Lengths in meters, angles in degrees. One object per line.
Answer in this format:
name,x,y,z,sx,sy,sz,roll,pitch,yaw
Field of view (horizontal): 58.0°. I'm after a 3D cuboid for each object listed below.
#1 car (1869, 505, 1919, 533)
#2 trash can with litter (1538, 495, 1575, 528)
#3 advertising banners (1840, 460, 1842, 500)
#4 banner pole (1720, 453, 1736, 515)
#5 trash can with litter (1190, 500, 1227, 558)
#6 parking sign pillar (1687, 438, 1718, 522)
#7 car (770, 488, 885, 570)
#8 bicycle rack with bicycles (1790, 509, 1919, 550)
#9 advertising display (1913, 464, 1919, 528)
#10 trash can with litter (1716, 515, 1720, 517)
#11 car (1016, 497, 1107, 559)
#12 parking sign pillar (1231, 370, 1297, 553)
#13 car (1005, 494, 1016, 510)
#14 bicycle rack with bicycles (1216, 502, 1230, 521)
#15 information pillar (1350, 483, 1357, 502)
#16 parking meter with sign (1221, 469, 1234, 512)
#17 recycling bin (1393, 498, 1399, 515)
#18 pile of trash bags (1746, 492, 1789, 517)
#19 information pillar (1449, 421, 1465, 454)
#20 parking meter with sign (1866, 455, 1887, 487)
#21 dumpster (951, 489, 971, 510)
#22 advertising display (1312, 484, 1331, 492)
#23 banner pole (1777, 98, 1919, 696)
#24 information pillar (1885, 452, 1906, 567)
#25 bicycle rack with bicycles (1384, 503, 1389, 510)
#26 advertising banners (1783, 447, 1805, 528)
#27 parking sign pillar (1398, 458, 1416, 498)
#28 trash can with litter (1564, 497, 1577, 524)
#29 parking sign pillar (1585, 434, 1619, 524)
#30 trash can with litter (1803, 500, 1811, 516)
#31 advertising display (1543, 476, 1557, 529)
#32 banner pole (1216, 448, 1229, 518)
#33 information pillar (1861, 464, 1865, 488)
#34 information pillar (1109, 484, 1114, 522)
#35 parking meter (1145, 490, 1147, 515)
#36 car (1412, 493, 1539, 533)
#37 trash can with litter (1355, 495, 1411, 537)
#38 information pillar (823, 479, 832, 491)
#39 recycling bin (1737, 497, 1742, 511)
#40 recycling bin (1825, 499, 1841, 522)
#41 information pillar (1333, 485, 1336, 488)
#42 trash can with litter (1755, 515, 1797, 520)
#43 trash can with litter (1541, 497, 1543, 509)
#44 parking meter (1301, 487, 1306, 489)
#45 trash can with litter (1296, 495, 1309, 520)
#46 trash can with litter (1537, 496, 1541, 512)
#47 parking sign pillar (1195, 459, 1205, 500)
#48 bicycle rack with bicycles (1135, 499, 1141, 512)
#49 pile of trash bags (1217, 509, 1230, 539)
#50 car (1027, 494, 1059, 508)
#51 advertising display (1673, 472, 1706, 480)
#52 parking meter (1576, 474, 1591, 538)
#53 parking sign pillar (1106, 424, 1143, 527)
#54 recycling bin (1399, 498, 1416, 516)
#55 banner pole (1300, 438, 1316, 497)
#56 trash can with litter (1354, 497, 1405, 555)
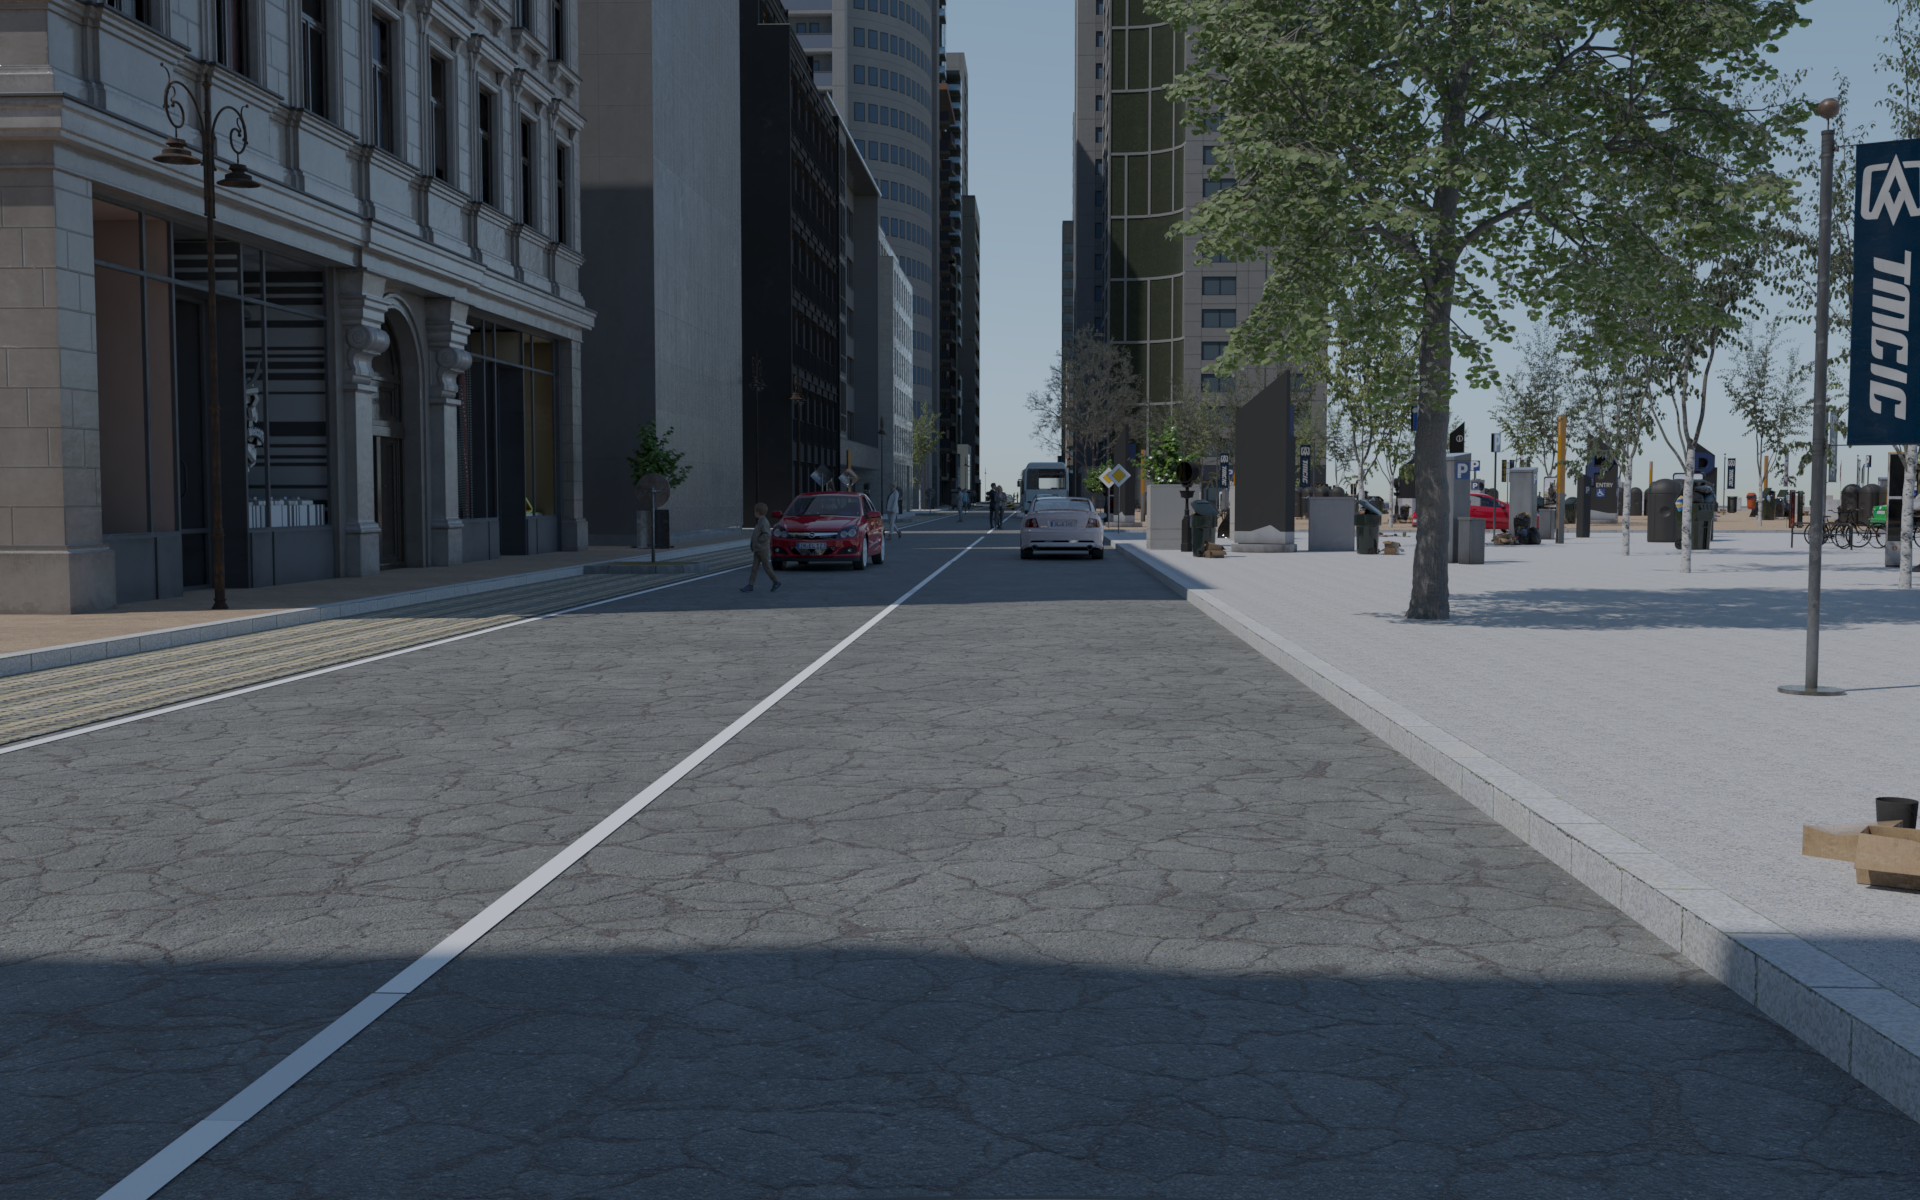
car,33.187,-3.019,58.161,4.718,1.807,1.959,0,4,2
trash can with litter,22.407,-3.390,66.482,2.233,1.210,1.678,2,4,27
advertising banners,45.088,-5.653,88.618,0.090,3.025,2.074,2,4,24
banner pole,47.021,-7.094,105.998,0.863,3.779,0.401,3,4,37
trash can with litter,5.082,-1.445,35.015,0.624,1.170,1.055,-1,4,-19
parking sign pillar,34.643,-5.653,80.904,1.447,3.967,1.447,0,4,-1
car,-2.561,-1.528,34.028,2.155,1.783,4.494,0,4,5
bicycle rack with bicycles,21.051,-1.687,40.968,2.852,0.926,2.925,-1,4,-18
advertising display,20.410,-1.906,36.373,0.974,1.923,0.123,1,4,20
trash can with litter,41.754,-5.261,97.073,2.233,1.210,1.678,-2,4,-25
car,2.317,-1.662,39.540,2.083,1.381,4.827,0,4,3
parking sign pillar,6.738,-3.045,38.251,1.447,3.967,1.447,3,5,41
car,4.015,-8.846,154.857,2.015,1.641,3.980,0,4,1
bicycle rack with bicycles,13.209,-4.202,82.088,2.925,0.926,2.852,0,4,7
information pillar,26.937,-6.978,118.578,0.304,2.012,0.304,-2,4,-31
parking meter with sign,18.798,-7.706,122.257,0.543,3.016,1.738,0,4,-7
recycling bin,26.162,-5.525,102.885,0.722,1.027,0.722,0,4,2
pile of trash bags,44.741,-5.286,96.180,3.447,1.369,1.912,-3,4,-36
information pillar,16.033,-3.946,55.878,0.504,3.616,0.183,2,4,28
parking meter with sign,41.467,-4.963,77.406,1.738,3.016,0.543,1,4,12
dumpster,0.090,-9.033,155.901,1.865,1.857,1.264,0,4,5
advertising display,22.163,-6.198,106.552,0.974,1.923,0.123,1,4,14
banner pole,5.685,-1.279,10.935,0.863,3.779,0.401,2,4,34
information pillar,16.426,-1.582,30.352,0.304,2.012,0.304,3,4,36
bicycle rack with bicycles,31.713,-6.870,125.706,2.852,0.926,2.925,0,4,1
advertising banners,31.367,-4.221,65.205,2.074,3.025,0.090,-3,5,-43
parking sign pillar,31.337,-8.124,121.299,1.447,3.967,1.447,0,4,-3
trash can with litter,25.903,-3.812,73.716,1.055,1.170,0.624,-3,5,-40
parking sign pillar,28.651,-5.459,77.724,1.447,3.967,1.447,0,4,1
trash can with litter,50.091,-5.544,102.027,0.624,1.170,1.055,-3,5,-39
advertising display,21.669,-3.552,63.292,0.123,1.923,0.974,-1,4,-18
banner pole,14.081,-6.320,93.341,0.863,3.779,0.401,1,4,14
information pillar,69.627,-8.699,133.583,0.504,3.616,0.183,-3,5,-44
information pillar,6.410,-4.173,72.715,0.304,2.012,0.304,1,4,9
parking meter,11.395,-5.972,106.048,0.372,1.533,0.369,0,3,0
car,18.070,-3.138,60.350,4.494,1.783,2.155,0,4,2
trash can with litter,12.674,-2.505,52.007,2.233,1.210,1.678,1,4,22
information pillar,-5.514,-4.125,71.932,0.304,2.012,0.304,-3,5,-44
recycling bin,59.477,-7.348,132.694,0.722,1.027,0.722,1,4,23
recycling bin,40.712,-4.160,80.571,0.722,1.027,0.722,2,4,32
information pillar,29.880,-8.165,137.990,0.304,2.012,0.304,3,5,43
trash can with litter,40.885,-4.642,86.951,1.678,1.210,2.233,-3,4,-38
trash can with litter,27.636,-4.226,80.476,0.624,1.170,1.055,3,5,41
parking meter,19.514,-5.653,98.129,0.255,1.863,0.399,-1,4,-20
trash can with litter,17.787,-4.671,87.432,2.233,1.210,1.678,-2,4,-35
trash can with litter,36.409,-5.964,108.904,0.624,1.170,1.055,2,4,32
parking sign pillar,15.784,-7.682,114.070,1.447,3.967,1.447,0,4,0
bicycle rack with bicycles,12.344,-6.783,124.286,2.852,0.926,2.925,0,4,-7
pile of trash bags,7.882,-2.460,49.978,3.447,1.369,1.912,0,4,4
car,4.637,-4.944,92.632,2.131,1.459,4.920,0,4,4
advertising display,21.772,-2.848,51.773,0.123,1.923,0.974,-3,4,-39
parking meter,18.334,-2.764,50.903,0.399,1.863,0.255,-3,4,-36
parking sign pillar,6.390,-4.821,67.301,1.447,3.967,1.447,-1,4,-15
recycling bin,26.070,-5.360,100.193,0.722,1.027,0.722,-3,5,-40
banner pole,15.536,-5.331,77.173,0.863,3.779,0.401,0,4,2
trash can with litter,8.902,-1.551,36.744,1.055,1.170,0.624,2,4,28
